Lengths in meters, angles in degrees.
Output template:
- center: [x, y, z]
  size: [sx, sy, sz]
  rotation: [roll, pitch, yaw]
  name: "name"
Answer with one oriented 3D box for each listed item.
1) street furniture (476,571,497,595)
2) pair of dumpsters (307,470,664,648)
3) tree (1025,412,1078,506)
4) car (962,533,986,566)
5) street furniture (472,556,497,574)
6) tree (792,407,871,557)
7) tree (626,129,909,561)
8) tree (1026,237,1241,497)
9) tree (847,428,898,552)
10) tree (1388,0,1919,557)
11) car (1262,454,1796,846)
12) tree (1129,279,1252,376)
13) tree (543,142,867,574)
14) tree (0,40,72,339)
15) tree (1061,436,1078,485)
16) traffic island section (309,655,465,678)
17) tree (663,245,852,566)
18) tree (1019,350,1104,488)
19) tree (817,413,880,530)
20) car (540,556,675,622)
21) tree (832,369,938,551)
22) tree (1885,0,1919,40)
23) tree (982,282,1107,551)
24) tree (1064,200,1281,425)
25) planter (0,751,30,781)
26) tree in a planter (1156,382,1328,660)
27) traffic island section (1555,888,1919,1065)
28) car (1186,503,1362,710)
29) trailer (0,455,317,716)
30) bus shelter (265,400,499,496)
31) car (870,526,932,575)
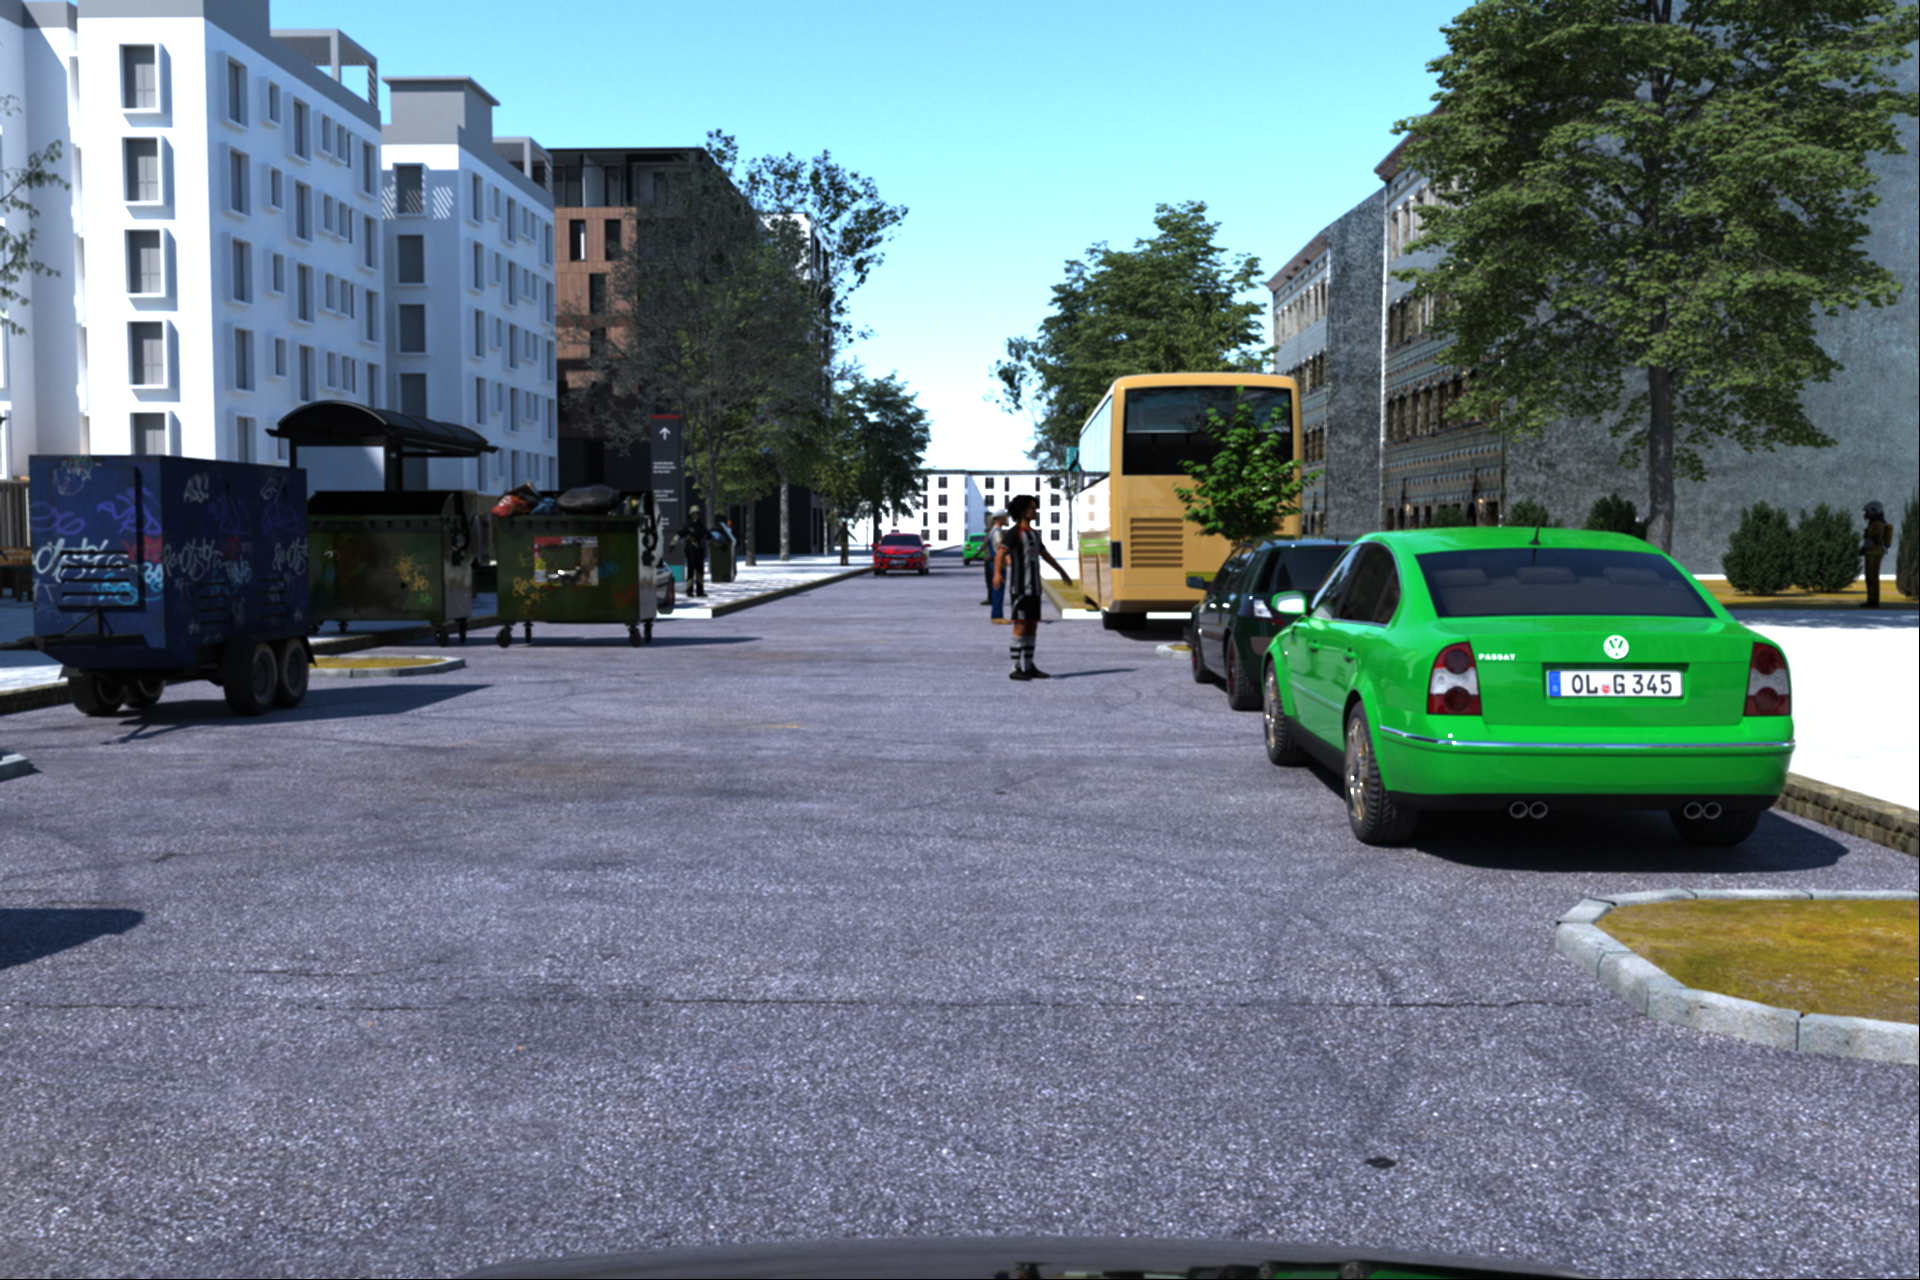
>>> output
- center: [-12.848, -1.442, 39.195]
  size: [10.072, 0.657, 5.734]
  rotation: [0, 4, 1]
  name: "street furniture"
- center: [-6.133, -1.060, 22.289]
  size: [4.436, 2.255, 1.574]
  rotation: [0, 4, 2]
  name: "pair of dumpsters"
- center: [8.863, -11.292, 119.042]
  size: [8.767, 10.594, 7.601]
  rotation: [-1, 4, -10]
  name: "tree"
- center: [1.065, -4.354, 79.984]
  size: [1.959, 1.807, 4.718]
  rotation: [0, 4, 1]
  name: "car"
- center: [-14.763, -1.939, 47.329]
  size: [10.072, 0.657, 5.734]
  rotation: [-2, 4, -30]
  name: "street furniture"
- center: [-7.218, -8.909, 96.019]
  size: [4.737, 8.622, 4.395]
  rotation: [0, 3, 0]
  name: "tree"
- center: [-9.098, -13.816, 81.788]
  size: [12.611, 20.169, 13.585]
  rotation: [0, 3, 0]
  name: "tree"
- center: [7.760, -10.271, 74.592]
  size: [9.857, 13.997, 8.962]
  rotation: [0, 3, 0]
  name: "tree"
- center: [-6.428, -10.421, 120.753]
  size: [4.737, 8.622, 4.395]
  rotation: [0, 3, 0]
  name: "tree"
- center: [9.438, -6.460, 23.751]
  size: [7.486, 12.596, 7.792]
  rotation: [0, 3, 0]
  name: "tree"
- center: [2.759, -0.034, 9.351]
  size: [1.959, 1.807, 4.718]
  rotation: [0, 4, 2]
  name: "car"
- center: [6.720, -6.124, 50.492]
  size: [4.737, 8.622, 4.395]
  rotation: [0, 3, 0]
  name: "tree"
- center: [-8.096, -8.874, 55.454]
  size: [12.009, 13.543, 11.850]
  rotation: [0, 3, 0]
  name: "tree"
- center: [-12.617, -4.246, 19.791]
  size: [4.360, 8.622, 3.978]
  rotation: [0, 3, 0]
  name: "tree"
- center: [7.912, -8.927, 96.311]
  size: [4.737, 8.622, 4.395]
  rotation: [0, 3, 0]
  name: "tree"
- center: [-6.336, 0.285, 18.205]
  size: [1.991, 0.108, 1.994]
  rotation: [0, 4, 2]
  name: "traffic island section"
- center: [-8.068, -9.178, 68.184]
  size: [7.486, 12.596, 7.792]
  rotation: [0, 3, 0]
  name: "tree"
- center: [8.642, -11.960, 105.914]
  size: [12.009, 13.543, 11.850]
  rotation: [0, 3, 0]
  name: "tree"
- center: [-6.880, -9.405, 104.139]
  size: [4.360, 8.622, 3.978]
  rotation: [0, 3, 0]
  name: "tree"
- center: [-6.024, -1.208, 29.536]
  size: [2.009, 1.686, 4.222]
  rotation: [0, 4, 2]
  name: "car"
- center: [-6.560, -13.831, 132.796]
  size: [9.857, 13.997, 8.962]
  rotation: [0, 3, 0]
  name: "tree"
- center: [27.947, -11.289, 40.461]
  size: [12.611, 20.169, 13.585]
  rotation: [0, 3, 0]
  name: "tree"
- center: [8.053, -16.903, 132.250]
  size: [12.611, 20.169, 13.585]
  rotation: [0, 3, 0]
  name: "tree"
- center: [7.253, -8.629, 59.209]
  size: [7.486, 12.596, 7.792]
  rotation: [0, 3, 0]
  name: "tree"
- center: [-6.567, 0.688, 9.894]
  size: [1.991, 0.319, 1.994]
  rotation: [0, 4, 1]
  name: "planter"
- center: [3.353, -1.419, 20.426]
  size: [1.991, 3.239, 1.994]
  rotation: [0, 4, 1]
  name: "tree in a planter"
- center: [3.044, 1.057, 5.593]
  size: [1.991, 0.108, 1.994]
  rotation: [0, 4, 1]
  name: "traffic island section"
- center: [3.080, -0.346, 15.439]
  size: [2.009, 1.686, 4.222]
  rotation: [0, 4, 1]
  name: "car"
- center: [-6.213, -0.379, 13.246]
  size: [1.471, 1.999, 3.904]
  rotation: [0, 4, 1]
  name: "trailer"
- center: [-9.471, -2.146, 29.003]
  size: [2.014, 3.302, 5.546]
  rotation: [0, 4, 1]
  name: "bus shelter"
- center: [-2.055, -3.194, 61.266]
  size: [2.155, 1.783, 4.494]
  rotation: [0, 4, 2]
  name: "car"
